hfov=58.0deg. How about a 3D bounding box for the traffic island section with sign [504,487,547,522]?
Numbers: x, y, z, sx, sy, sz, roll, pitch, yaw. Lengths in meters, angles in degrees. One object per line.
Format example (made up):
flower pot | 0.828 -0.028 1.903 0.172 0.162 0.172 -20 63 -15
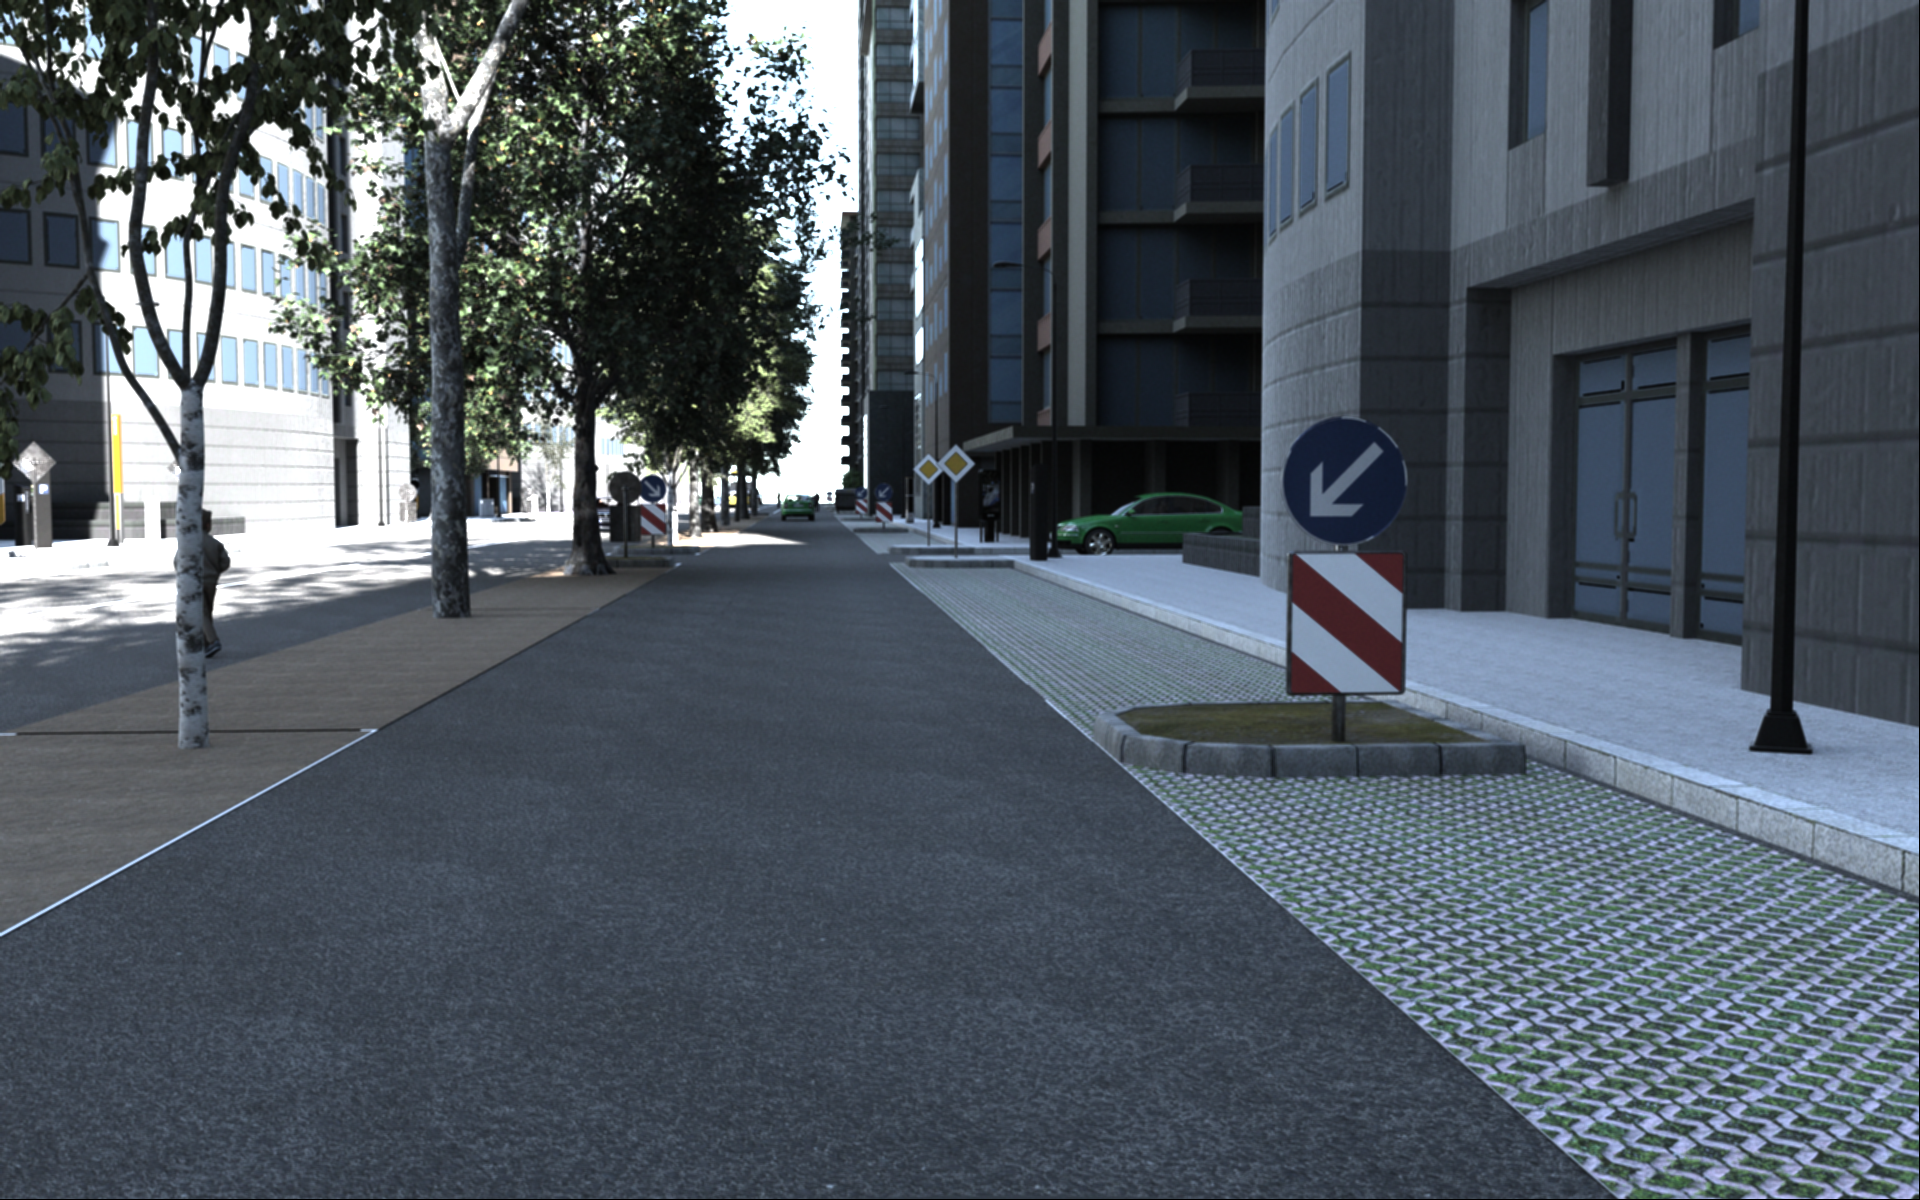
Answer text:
traffic island section with sign | -22.761 -5.029 90.849 1.989 1.847 2.006 0 4 -5

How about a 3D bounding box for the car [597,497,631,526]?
car | -13.575 -3.341 67.203 1.945 1.354 3.894 0 4 -7

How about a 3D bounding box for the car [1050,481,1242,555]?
car | 4.403 -1.872 39.406 4.718 1.807 1.959 0 4 -6

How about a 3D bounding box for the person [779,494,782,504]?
person | -26.973 -15.288 258.536 0.705 1.814 1.350 -3 5 -41

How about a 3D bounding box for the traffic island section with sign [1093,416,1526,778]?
traffic island section with sign | 1.801 -0.062 9.647 1.989 1.847 2.006 0 4 -5

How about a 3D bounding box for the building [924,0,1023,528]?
building | 5.861 -25.794 71.849 14.600 45.320 14.200 0 4 -5

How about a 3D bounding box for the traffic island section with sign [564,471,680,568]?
traffic island section with sign | -6.718 -1.607 34.411 2.006 1.907 1.989 0 4 -5

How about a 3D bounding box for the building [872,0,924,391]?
building | 0.487 -27.243 129.024 14.154 41.232 14.086 0 4 -5

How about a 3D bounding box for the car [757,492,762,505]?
car | -27.949 -13.858 235.245 2.281 1.827 5.304 0 4 -5

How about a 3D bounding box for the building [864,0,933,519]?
building | 5.897 -48.231 101.253 22.319 86.520 31.000 0 4 -5

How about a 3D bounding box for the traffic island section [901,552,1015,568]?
traffic island section | -0.059 -0.763 34.749 2.009 0.180 2.903 0 4 -5

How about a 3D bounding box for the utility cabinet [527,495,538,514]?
utility cabinet | -27.152 -6.036 109.854 0.306 1.237 1.020 1 4 14

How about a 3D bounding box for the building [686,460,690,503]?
building | -47.093 -35.331 261.250 14.154 41.232 14.086 0 4 -5

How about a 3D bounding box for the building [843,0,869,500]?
building | -5.714 -48.862 237.139 20.563 71.187 20.611 0 4 -5

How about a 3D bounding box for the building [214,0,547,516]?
building | -39.036 -35.833 127.874 21.231 58.520 28.212 0 4 -5

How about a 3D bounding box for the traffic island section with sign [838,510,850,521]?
traffic island section with sign | -5.369 -5.092 91.881 1.989 1.847 2.006 0 4 -5

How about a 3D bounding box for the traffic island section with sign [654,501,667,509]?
traffic island section with sign | -29.439 -9.720 167.556 1.989 1.847 2.006 0 4 -5

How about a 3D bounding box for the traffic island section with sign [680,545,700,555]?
traffic island section with sign | -7.351 -2.058 41.792 2.006 1.907 1.989 0 4 -5

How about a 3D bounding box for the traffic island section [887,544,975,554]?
traffic island section | -0.751 -1.249 42.704 2.009 0.180 2.903 0 4 -5

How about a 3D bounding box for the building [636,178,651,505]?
building | -39.717 -30.226 177.797 14.154 41.232 14.086 0 4 -5

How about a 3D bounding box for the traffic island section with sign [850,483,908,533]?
traffic island section with sign | -2.972 -3.416 64.485 1.989 1.847 2.006 0 4 -5

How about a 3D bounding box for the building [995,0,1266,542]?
building | 14.790 -24.449 54.367 28.867 44.769 22.147 0 4 -5

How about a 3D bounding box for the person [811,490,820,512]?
person | -11.856 -8.119 141.778 0.750 1.759 0.617 -3 4 -37

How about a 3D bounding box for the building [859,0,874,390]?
building | 4.370 -36.154 180.352 28.713 52.752 27.495 0 4 -5

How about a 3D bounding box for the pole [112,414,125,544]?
pole | -21.609 -3.096 44.460 0.158 3.312 0.155 0 3 0

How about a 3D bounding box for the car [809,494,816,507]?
car | -16.694 -10.922 190.583 2.014 1.417 4.499 0 4 -5

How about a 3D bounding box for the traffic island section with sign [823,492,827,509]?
traffic island section with sign | -12.072 -9.809 169.009 1.989 1.847 2.006 0 4 -5

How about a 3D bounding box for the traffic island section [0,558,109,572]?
traffic island section | -17.734 -0.669 33.221 2.009 0.180 2.903 0 4 -5

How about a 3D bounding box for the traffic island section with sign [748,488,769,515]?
traffic island section with sign | -13.874 -6.637 116.648 2.006 1.907 1.989 0 4 -5

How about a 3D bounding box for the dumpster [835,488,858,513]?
dumpster | -8.565 -7.522 131.200 1.865 1.857 1.264 0 4 -6

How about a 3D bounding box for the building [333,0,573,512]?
building | -41.341 -37.550 155.940 21.231 58.520 28.212 0 4 -5

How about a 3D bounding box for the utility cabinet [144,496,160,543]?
utility cabinet | -21.451 -2.132 46.021 0.306 1.237 1.020 -2 4 -29

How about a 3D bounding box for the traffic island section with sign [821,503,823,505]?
traffic island section with sign | -16.883 -13.187 224.238 1.989 1.847 2.006 0 4 -5

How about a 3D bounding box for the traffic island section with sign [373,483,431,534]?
traffic island section with sign | -20.404 -3.375 63.817 1.989 1.847 2.006 0 4 -5

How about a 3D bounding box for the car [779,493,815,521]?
car | -8.859 -5.236 94.401 1.959 1.807 4.718 0 4 -6

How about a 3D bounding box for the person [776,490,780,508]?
person | -18.969 -10.525 180.589 0.705 1.822 1.348 -1 4 -20

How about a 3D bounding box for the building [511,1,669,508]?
building | -47.371 -40.925 211.118 21.231 58.520 28.212 0 4 -5

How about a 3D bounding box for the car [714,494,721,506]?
car | -28.514 -11.960 207.544 2.014 1.417 4.499 0 4 -7

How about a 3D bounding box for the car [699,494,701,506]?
car | -27.842 -10.755 187.642 2.131 1.459 4.920 0 4 -3

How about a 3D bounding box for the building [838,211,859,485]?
building | -7.167 -37.185 262.606 22.147 44.769 28.867 0 4 -5

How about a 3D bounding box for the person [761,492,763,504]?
person | -27.481 -14.193 241.240 0.721 1.739 1.217 -2 4 -32

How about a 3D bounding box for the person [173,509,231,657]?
person | -6.692 -0.153 15.276 0.640 1.303 0.475 3 5 40

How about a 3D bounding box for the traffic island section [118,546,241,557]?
traffic island section | -18.426 -1.156 41.177 2.009 0.180 2.903 0 4 -5

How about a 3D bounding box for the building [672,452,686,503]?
building | -45.074 -33.605 233.034 14.154 41.232 14.086 0 4 -5

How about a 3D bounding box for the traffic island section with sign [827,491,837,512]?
traffic island section with sign | -9.734 -8.167 142.155 1.989 1.847 2.006 0 4 -5
